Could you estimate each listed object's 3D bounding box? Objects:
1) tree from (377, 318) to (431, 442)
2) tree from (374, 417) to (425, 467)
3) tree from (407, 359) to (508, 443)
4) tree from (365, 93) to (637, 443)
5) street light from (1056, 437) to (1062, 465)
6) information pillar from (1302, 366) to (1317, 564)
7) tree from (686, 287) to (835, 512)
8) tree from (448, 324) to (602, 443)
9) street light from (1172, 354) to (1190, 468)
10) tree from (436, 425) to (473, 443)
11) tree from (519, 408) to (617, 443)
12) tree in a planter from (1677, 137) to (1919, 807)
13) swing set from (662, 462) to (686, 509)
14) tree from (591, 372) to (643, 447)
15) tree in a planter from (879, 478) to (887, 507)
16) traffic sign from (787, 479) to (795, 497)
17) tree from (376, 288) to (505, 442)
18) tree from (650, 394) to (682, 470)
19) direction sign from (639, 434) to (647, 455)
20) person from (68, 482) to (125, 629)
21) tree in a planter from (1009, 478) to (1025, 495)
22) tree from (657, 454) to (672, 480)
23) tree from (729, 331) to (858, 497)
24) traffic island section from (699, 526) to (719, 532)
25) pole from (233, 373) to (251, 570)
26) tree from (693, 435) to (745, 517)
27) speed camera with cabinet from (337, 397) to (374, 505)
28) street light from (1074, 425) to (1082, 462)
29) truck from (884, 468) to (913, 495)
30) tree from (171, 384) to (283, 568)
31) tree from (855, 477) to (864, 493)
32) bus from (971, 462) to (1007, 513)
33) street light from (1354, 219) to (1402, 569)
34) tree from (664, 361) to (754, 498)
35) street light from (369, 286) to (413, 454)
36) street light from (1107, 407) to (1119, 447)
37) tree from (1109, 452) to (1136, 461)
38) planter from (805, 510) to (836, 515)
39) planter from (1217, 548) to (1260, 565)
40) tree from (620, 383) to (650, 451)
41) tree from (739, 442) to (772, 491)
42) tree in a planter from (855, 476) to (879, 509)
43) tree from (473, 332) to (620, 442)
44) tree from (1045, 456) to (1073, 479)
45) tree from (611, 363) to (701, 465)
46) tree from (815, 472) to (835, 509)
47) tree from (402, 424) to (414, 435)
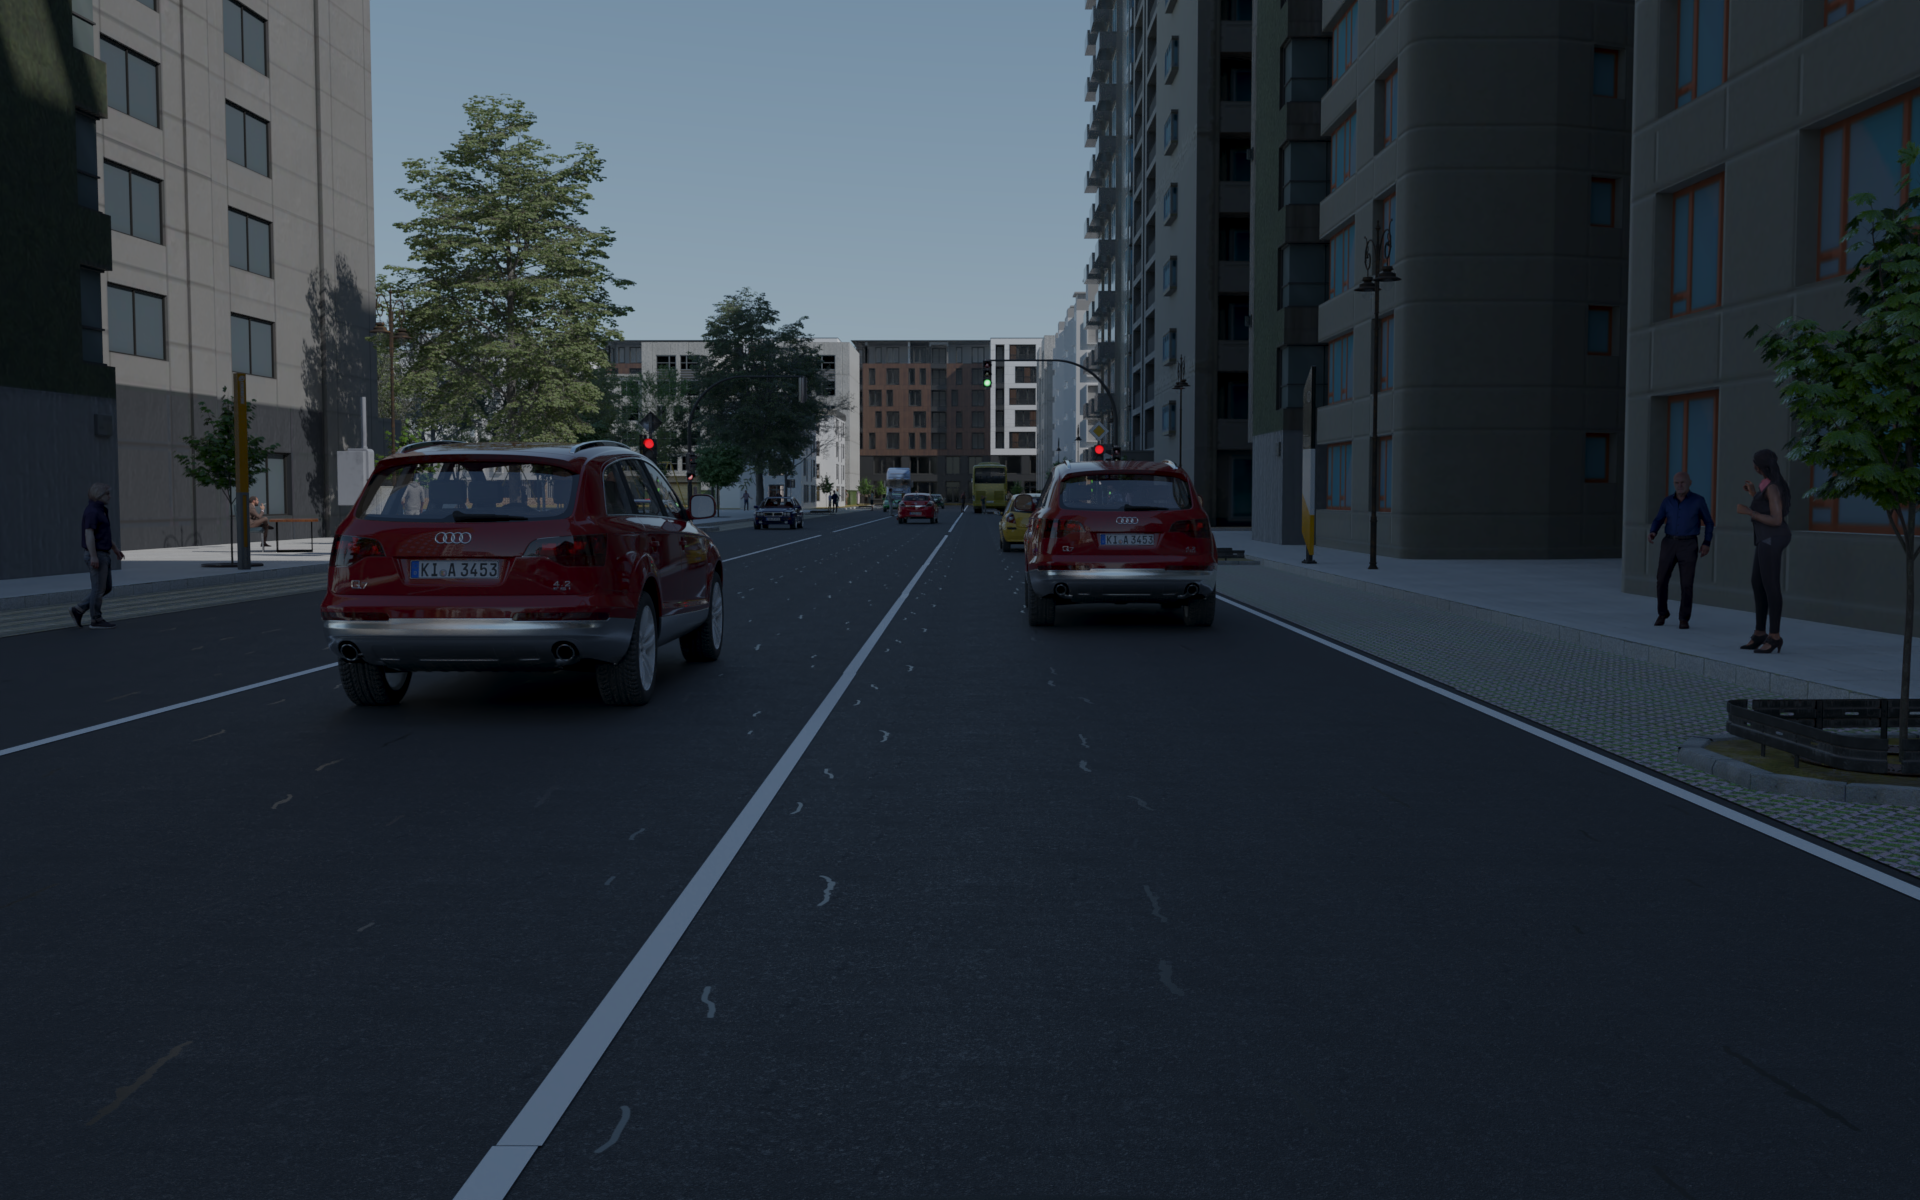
[{"bbox_3d":[-23.161,-7.265,69.140,4.360,8.622,3.978,0,3,0],"label":"tree"},{"bbox_3d":[-13.886,-3.012,43.855,1.663,3.219,1.824,0,3,0],"label":"tree"},{"bbox_3d":[-36.814,-12.258,126.173,9.928,11.665,9.643,0,3,0],"label":"tree"},{"bbox_3d":[-13.161,-8.080,50.228,7.486,12.596,7.792,0,3,0],"label":"tree"},{"bbox_3d":[8.027,-10.289,141.019,0.468,5.910,1.993,0,4,1],"label":"street light"},{"bbox_3d":[6.436,-2.482,31.934,0.183,3.616,0.504,0,4,-7],"label":"information pillar"},{"bbox_3d":[-12.242,-12.188,105.934,9.857,13.997,8.962,0,3,0],"label":"tree"},{"bbox_3d":[-22.481,-9.433,88.643,8.767,10.594,7.601,0,4,-7],"label":"tree"},{"bbox_3d":[7.323,-5.181,57.495,0.468,5.910,1.993,0,4,1],"label":"street light"},{"bbox_3d":[-34.357,-10.344,119.486,4.737,8.622,4.395,0,3,0],"label":"tree"},{"bbox_3d":[-13.455,-4.627,59.358,4.285,4.588,4.351,0,3,0],"label":"tree"},{"bbox_3d":[4.802,-0.703,8.713,1.991,3.239,1.994,0,4,1],"label":"tree in a planter"},{"bbox_3d":[-15.277,-5.306,84.377,3.119,2.851,2.862,2,4,34],"label":"swing set"},{"bbox_3d":[-20.832,-9.273,101.979,4.360,8.622,3.978,0,3,0],"label":"tree"},{"bbox_3d":[-8.899,-12.130,195.553,1.991,3.239,1.994,0,4,1],"label":"tree in a planter"},{"bbox_3d":[-11.641,-7.160,119.202,0.606,2.300,0.079,1,4,8],"label":"traffic sign"},{"bbox_3d":[-31.619,-11.778,102.936,12.009,13.543,11.850,0,3,0],"label":"tree"},{"bbox_3d":[-21.886,-10.771,126.474,4.737,8.622,4.395,0,3,0],"label":"tree"},{"bbox_3d":[-12.052,-4.525,65.984,0.379,3.537,0.876,0,4,7],"label":"direction sign"},{"bbox_3d":[-9.213,-0.473,18.444,0.471,1.553,0.569,1,4,14],"label":"person"},{"bbox_3d":[6.509,-12.110,195.214,1.991,3.239,1.994,0,4,1],"label":"tree in a planter"},{"bbox_3d":[-13.071,-4.802,73.117,1.663,3.219,1.824,0,3,0],"label":"tree"},{"bbox_3d":[-12.715,-13.264,127.240,12.009,13.543,11.850,0,3,0],"label":"tree"},{"bbox_3d":[-10.401,-2.717,66.698,2.009,0.180,2.903,0,4,1],"label":"traffic island section"},{"bbox_3d":[-12.151,-2.169,29.307,0.158,3.312,0.155,0,3,0],"label":"pole"},{"bbox_3d":[-13.350,-6.855,95.798,4.285,4.588,4.351,0,3,0],"label":"tree"},{"bbox_3d":[-12.362,-2.552,36.057,0.660,3.252,2.038,0,4,-1],"label":"speed camera with cabinet"},{"bbox_3d":[7.754,-8.624,113.788,0.468,5.910,1.993,0,4,1],"label":"street light"},{"bbox_3d":[-6.404,-11.897,184.272,2.967,4.110,18.799,0,4,-1],"label":"truck"},{"bbox_3d":[-12.969,-2.209,30.714,1.663,3.219,1.824,0,3,0],"label":"tree"},{"bbox_3d":[-11.158,-12.624,201.008,1.663,3.219,1.824,0,3,0],"label":"tree"},{"bbox_3d":[2.264,-8.644,132.878,2.896,3.916,12.252,0,4,1],"label":"bus"},{"bbox_3d":[7.051,-3.462,29.392,0.468,5.910,1.993,0,4,1],"label":"street light"},{"bbox_3d":[-16.390,-11.113,116.117,7.601,10.594,8.767,1,4,9],"label":"tree"},{"bbox_3d":[-12.662,-4.029,38.669,0.468,5.910,1.993,0,4,1],"label":"street light"},{"bbox_3d":[7.521,-6.880,85.273,0.468,5.910,1.993,0,4,1],"label":"street light"},{"bbox_3d":[7.560,-5.115,78.231,1.663,3.219,1.824,0,3,0],"label":"tree"},{"bbox_3d":[-9.591,-6.014,119.467,1.991,0.319,1.994,0,4,1],"label":"planter"},{"bbox_3d":[5.060,-0.896,35.793,1.991,0.319,1.994,0,4,1],"label":"planter"},{"bbox_3d":[-20.552,-8.899,95.862,4.737,8.622,4.395,0,3,0],"label":"tree"},{"bbox_3d":[-16.196,-11.468,137.871,4.737,8.622,4.395,0,3,0],"label":"tree"},{"bbox_3d":[-9.151,-10.483,168.611,1.991,3.239,1.994,0,4,1],"label":"tree in a planter"},{"bbox_3d":[-18.297,-7.718,76.551,4.737,8.622,4.395,0,3,0],"label":"tree"},{"bbox_3d":[8.833,-9.951,146.405,4.285,4.588,4.351,0,3,0],"label":"tree"},{"bbox_3d":[-24.080,-12.902,136.710,9.928,11.665,9.643,0,3,0],"label":"tree"},{"bbox_3d":[-11.699,-9.639,152.194,1.663,3.219,1.824,0,3,0],"label":"tree"},{"bbox_3d":[-39.633,-10.351,119.602,4.737,8.622,4.395,0,3,0],"label":"tree"}]
